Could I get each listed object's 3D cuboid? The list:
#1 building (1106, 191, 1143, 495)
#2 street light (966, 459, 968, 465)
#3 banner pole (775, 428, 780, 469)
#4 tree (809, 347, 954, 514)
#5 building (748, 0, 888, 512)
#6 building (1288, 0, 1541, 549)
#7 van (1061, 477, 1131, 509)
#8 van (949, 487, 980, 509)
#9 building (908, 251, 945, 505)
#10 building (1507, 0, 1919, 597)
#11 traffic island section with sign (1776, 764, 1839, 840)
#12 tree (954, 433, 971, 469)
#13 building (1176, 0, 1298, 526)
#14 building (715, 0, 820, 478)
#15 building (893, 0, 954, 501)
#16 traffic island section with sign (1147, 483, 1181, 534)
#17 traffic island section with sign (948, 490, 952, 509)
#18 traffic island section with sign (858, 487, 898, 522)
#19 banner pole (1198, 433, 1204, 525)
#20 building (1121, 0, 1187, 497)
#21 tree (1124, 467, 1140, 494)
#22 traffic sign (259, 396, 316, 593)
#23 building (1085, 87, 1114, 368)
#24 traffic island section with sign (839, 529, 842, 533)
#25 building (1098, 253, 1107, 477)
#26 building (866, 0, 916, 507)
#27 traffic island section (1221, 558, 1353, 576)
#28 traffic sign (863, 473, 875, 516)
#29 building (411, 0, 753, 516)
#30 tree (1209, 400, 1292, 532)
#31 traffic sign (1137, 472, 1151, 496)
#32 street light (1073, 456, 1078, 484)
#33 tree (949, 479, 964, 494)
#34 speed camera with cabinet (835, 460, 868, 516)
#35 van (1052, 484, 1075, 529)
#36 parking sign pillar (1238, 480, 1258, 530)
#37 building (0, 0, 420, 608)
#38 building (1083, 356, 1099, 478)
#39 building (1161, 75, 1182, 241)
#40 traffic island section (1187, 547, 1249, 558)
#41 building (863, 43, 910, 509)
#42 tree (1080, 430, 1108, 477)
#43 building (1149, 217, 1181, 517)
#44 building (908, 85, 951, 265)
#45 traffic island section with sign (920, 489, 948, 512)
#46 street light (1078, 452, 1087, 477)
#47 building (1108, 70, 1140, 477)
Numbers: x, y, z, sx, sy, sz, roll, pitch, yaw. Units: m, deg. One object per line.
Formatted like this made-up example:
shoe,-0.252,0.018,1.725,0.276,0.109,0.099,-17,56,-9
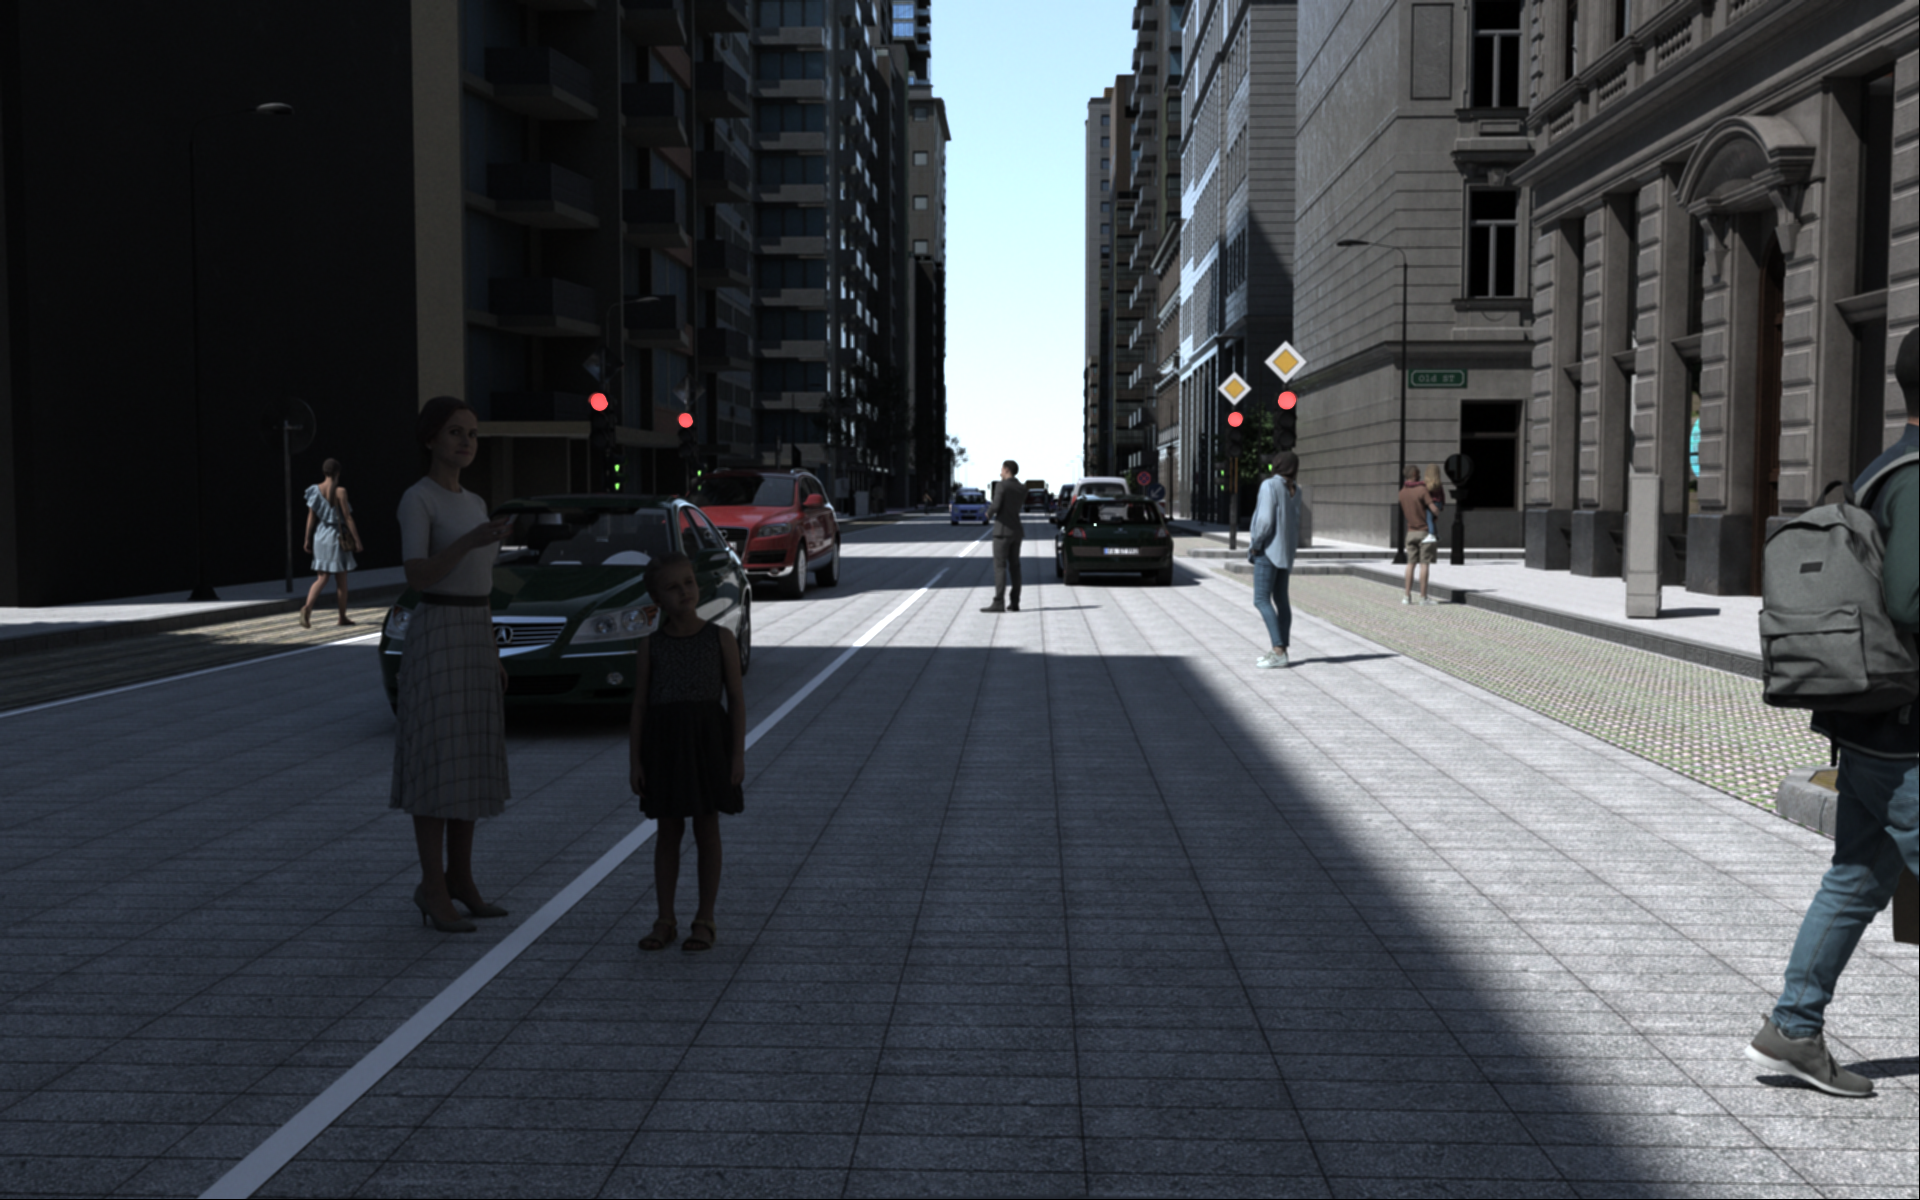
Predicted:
building,21.791,-24.190,167.211,14.160,30.474,14.107,0,4,2
street light,0.279,-15.820,231.203,1.470,5.913,1.316,0,4,2
banner pole,-6.937,-4.648,66.016,0.401,3.779,0.863,1,4,8
tree,-5.990,-10.774,110.566,8.767,10.594,7.601,1,4,21
building,-18.061,-31.258,130.670,23.786,49.044,30.456,0,4,2
building,31.901,-16.547,46.962,44.131,29.872,17.030,0,4,2
van,3.560,-2.245,43.716,2.013,2.044,4.112,0,4,4
van,0.405,-5.839,102.473,2.013,2.044,4.112,0,4,4
building,-9.185,-26.634,207.159,14.160,30.474,14.107,0,4,2
building,14.274,-11.699,20.159,11.050,23.489,19.941,0,4,2
traffic island section with sign,4.619,0.087,7.212,1.989,1.847,2.006,0,4,2
tree,-3.028,-15.605,189.559,8.767,10.594,7.601,-1,4,-9
building,16.709,-18.422,78.700,11.434,29.767,29.804,0,4,2
building,-24.030,-24.313,89.406,32.217,40.220,23.993,0,4,2
building,-11.784,-57.709,256.215,22.319,86.520,31.000,0,4,2
traffic island section with sign,6.928,-3.300,62.582,1.989,1.847,2.006,0,4,2
traffic island section with sign,-1.058,-9.676,166.833,1.989,1.847,2.006,0,4,2
traffic island section with sign,-4.249,-4.990,90.208,1.989,1.847,2.006,0,4,2
banner pole,9.918,-4.973,71.330,0.401,3.779,0.863,-1,4,-9
building,25.784,-32.086,144.219,23.786,49.044,30.456,0,4,2
tree,12.075,-7.782,121.832,1.663,3.219,1.824,0,3,0
traffic sign,-8.743,-1.370,22.507,0.768,2.556,0.104,0,4,6
building,29.082,-43.761,257.493,21.231,58.520,28.212,0,4,2
traffic island section with sign,-5.372,-3.342,63.276,1.989,1.847,2.006,0,4,2
building,23.604,-26.676,207.849,14.160,30.474,14.107,0,4,2
building,-14.874,-44.743,169.796,20.563,71.187,20.611,0,4,2
traffic island section,5.967,-0.587,31.883,2.009,0.180,2.903,0,4,2
traffic sign,-5.404,-6.290,102.946,0.768,2.556,0.104,1,4,10
building,-18.838,-24.467,54.656,22.147,44.769,28.867,0,4,2
tree,10.293,-4.611,59.097,4.285,4.588,4.351,0,3,0
traffic sign,10.388,-5.976,97.808,0.768,2.556,0.104,0,4,7
street light,14.848,-14.580,210.923,1.470,5.913,1.316,0,4,2
tree,-0.494,-14.121,225.480,1.663,3.219,1.824,0,3,0
speed camera with cabinet,-6.365,-6.573,101.811,2.038,3.252,0.660,-3,5,-41
van,4.885,-4.020,72.743,2.013,2.044,4.112,0,4,3
parking sign pillar,10.826,-4.544,62.765,1.447,3.967,1.447,-2,4,-27
building,-18.037,-11.963,25.271,15.834,23.373,12.332,0,4,2
building,30.660,-23.547,230.030,27.650,21.520,28.899,0,4,2
building,21.137,-21.469,122.720,14.160,30.474,14.107,0,4,2
traffic island section,6.300,-1.075,39.861,2.009,0.180,2.903,0,4,2
building,-11.998,-28.726,153.261,14.154,41.232,14.086,0,4,2
tree,15.890,-15.231,199.385,4.360,8.622,3.978,0,3,0
building,17.271,-14.653,104.208,10.561,19.102,19.286,0,4,2
building,-15.997,-39.080,228.202,28.713,52.752,27.495,0,4,2
traffic island section with sign,-2.203,-7.993,139.316,1.989,1.847,2.006,0,4,2
street light,14.111,-13.377,191.257,1.470,5.913,1.316,0,4,2
building,22.882,-32.522,181.843,14.600,45.320,14.200,0,4,2
